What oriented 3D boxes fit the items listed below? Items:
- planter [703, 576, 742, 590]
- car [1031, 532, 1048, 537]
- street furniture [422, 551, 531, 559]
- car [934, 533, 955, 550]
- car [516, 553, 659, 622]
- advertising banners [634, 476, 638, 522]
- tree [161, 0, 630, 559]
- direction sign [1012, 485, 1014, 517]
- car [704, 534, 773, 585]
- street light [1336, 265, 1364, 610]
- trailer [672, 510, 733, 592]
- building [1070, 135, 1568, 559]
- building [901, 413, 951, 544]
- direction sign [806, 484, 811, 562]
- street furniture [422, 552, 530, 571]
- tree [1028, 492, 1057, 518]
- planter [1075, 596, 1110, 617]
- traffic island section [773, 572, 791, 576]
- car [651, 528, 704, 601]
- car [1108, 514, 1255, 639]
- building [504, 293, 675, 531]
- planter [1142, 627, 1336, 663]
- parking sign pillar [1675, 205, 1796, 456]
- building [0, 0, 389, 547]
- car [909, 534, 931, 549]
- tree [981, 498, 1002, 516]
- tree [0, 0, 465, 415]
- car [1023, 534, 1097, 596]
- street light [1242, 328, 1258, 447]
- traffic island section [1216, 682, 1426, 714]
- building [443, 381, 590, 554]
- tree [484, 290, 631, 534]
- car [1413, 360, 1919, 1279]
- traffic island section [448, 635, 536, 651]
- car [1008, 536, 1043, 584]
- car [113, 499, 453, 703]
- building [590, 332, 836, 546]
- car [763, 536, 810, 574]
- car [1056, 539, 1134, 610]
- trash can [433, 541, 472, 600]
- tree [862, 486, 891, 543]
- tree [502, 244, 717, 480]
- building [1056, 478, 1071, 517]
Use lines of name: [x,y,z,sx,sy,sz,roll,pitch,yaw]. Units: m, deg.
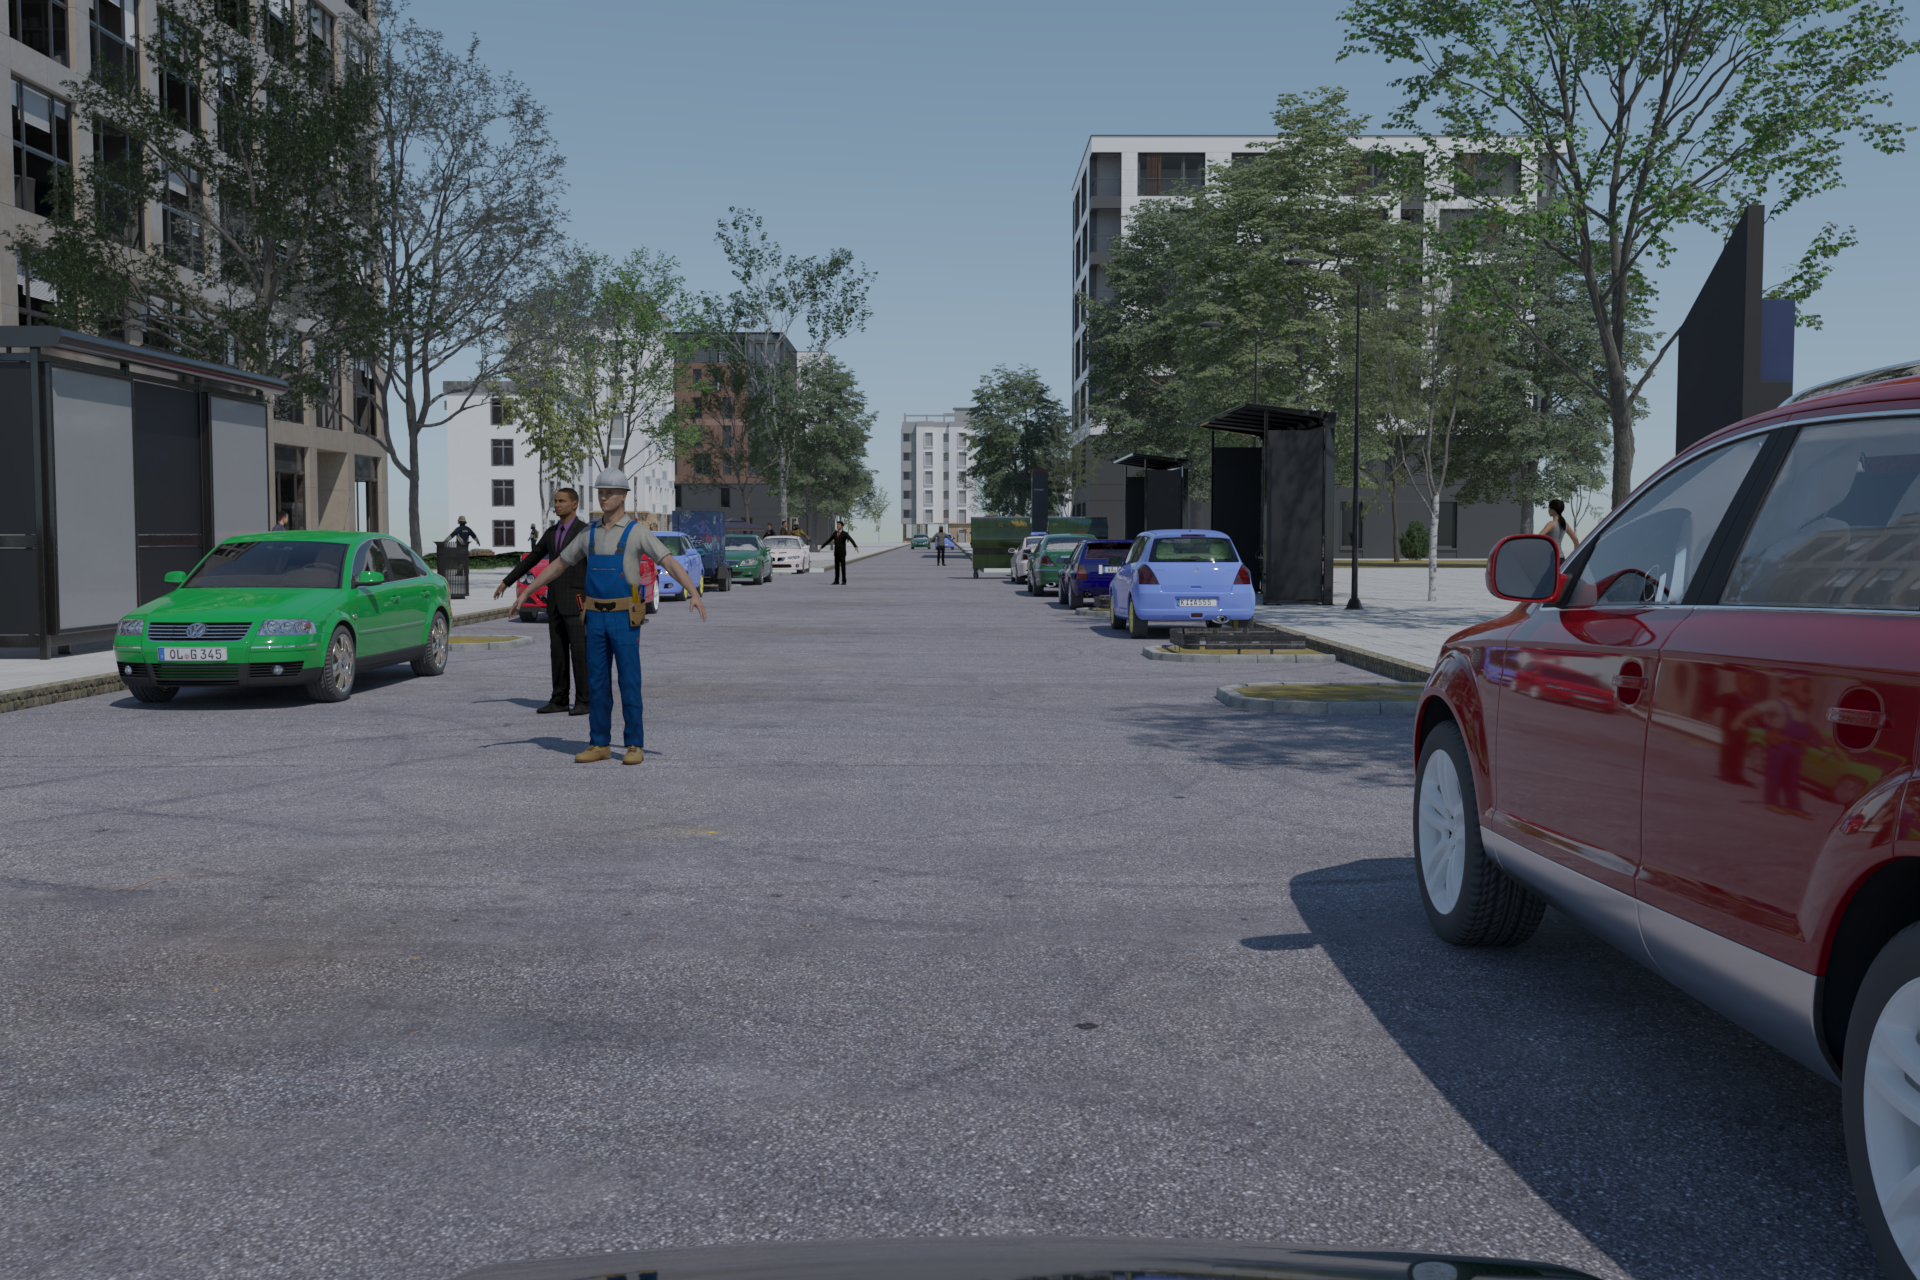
planter: [-6.798,-1.497,45.620,1.991,0.319,1.994,0,4,-1]
car: [2.743,-3.041,59.311,1.945,1.707,3.694,0,4,-1]
street furniture: [-19.909,-4.012,81.221,10.072,0.657,5.734,2,4,25]
car: [-1.393,-9.022,157.098,1.945,1.707,3.694,0,4,-2]
car: [-6.325,-1.263,29.694,2.155,1.783,4.494,0,4,-1]
advertising banners: [-9.834,-3.405,51.866,0.090,3.025,2.074,0,4,0]
tree: [-12.695,-7.907,39.655,12.009,13.543,11.850,0,3,0]
direction sign: [2.483,-5.453,81.151,0.379,3.537,0.876,0,4,-2]
car: [-6.479,-2.344,50.124,2.131,1.459,4.920,0,4,-1]
street light: [7.249,-3.470,29.283,1.470,5.913,1.316,0,4,-1]
trailer: [-6.485,-2.174,42.592,1.471,1.999,3.904,0,4,-1]
building: [20.551,-15.986,105.343,27.936,21.610,32.646,0,4,0]
building: [-8.465,-24.598,261.058,11.380,20.090,16.016,0,4,-8]
direction sign: [-6.933,-5.300,78.647,0.379,3.537,0.876,0,3,0]
street furniture: [-17.270,-3.049,65.472,5.734,0.657,10.072,0,4,1]
tree: [13.906,-20.921,260.184,7.486,12.596,7.792,0,3,0]
planter: [3.077,-0.597,30.901,1.991,0.319,1.994,0,4,-1]
traffic island section: [-6.914,-2.291,60.317,1.991,0.108,1.994,0,3,0]
car: [-6.670,-1.736,37.977,1.945,1.707,3.694,0,4,-1]
car: [3.140,-0.944,25.033,1.945,1.707,3.694,0,4,-1]
building: [-29.472,-17.132,136.523,16.016,20.090,11.380,0,4,-1]
planter: [3.164,0.058,20.199,1.991,0.319,1.994,0,4,-1]
parking sign pillar: [6.635,-1.618,14.919,1.447,3.967,1.447,0,4,0]
building: [-30.637,-14.896,46.752,19.351,26.588,34.151,0,4,-1]
car: [-3.681,-9.257,163.143,2.131,1.459,4.920,0,3,0]
tree: [5.145,-18.729,256.572,4.737,8.622,4.395,0,3,0]
tree: [-12.292,-5.791,29.089,8.767,10.594,7.601,1,4,14]
car: [2.580,-1.803,41.270,2.131,1.459,4.920,0,4,0]
street light: [7.026,-4.007,38.050,1.470,5.913,1.316,0,4,0]
traffic island section: [3.235,0.494,14.783,1.991,0.108,1.994,0,4,0]
building: [-27.797,-10.209,109.068,9.099,9.664,28.070,0,4,-1]
tree: [-12.369,-6.241,52.408,4.737,8.622,4.395,0,3,0]
car: [2.687,0.259,4.432,2.281,1.827,5.304,0,3,0]
traffic island section: [-6.548,0.043,22.170,1.991,0.108,1.994,0,4,0]
car: [2.484,-2.346,50.717,2.083,1.381,4.827,0,4,-1]
car: [-6.134,-0.449,16.139,1.959,1.807,4.718,0,3,0]
building: [-28.645,-21.246,191.344,27.936,21.610,32.646,0,4,-1]
car: [-6.560,-3.149,63.847,2.083,1.381,4.827,0,4,-1]
car: [2.903,-1.321,34.186,1.945,1.354,3.894,0,4,-1]
trash can: [-9.986,-1.373,34.108,0.748,1.137,0.748,0,3,0]
tree: [-12.231,-18.701,256.117,4.737,8.622,4.395,0,3,0]
tree: [-12.664,-8.390,62.939,9.928,11.665,9.643,0,3,0]
building: [18.266,-17.713,231.759,9.099,9.664,28.070,0,4,-1]
